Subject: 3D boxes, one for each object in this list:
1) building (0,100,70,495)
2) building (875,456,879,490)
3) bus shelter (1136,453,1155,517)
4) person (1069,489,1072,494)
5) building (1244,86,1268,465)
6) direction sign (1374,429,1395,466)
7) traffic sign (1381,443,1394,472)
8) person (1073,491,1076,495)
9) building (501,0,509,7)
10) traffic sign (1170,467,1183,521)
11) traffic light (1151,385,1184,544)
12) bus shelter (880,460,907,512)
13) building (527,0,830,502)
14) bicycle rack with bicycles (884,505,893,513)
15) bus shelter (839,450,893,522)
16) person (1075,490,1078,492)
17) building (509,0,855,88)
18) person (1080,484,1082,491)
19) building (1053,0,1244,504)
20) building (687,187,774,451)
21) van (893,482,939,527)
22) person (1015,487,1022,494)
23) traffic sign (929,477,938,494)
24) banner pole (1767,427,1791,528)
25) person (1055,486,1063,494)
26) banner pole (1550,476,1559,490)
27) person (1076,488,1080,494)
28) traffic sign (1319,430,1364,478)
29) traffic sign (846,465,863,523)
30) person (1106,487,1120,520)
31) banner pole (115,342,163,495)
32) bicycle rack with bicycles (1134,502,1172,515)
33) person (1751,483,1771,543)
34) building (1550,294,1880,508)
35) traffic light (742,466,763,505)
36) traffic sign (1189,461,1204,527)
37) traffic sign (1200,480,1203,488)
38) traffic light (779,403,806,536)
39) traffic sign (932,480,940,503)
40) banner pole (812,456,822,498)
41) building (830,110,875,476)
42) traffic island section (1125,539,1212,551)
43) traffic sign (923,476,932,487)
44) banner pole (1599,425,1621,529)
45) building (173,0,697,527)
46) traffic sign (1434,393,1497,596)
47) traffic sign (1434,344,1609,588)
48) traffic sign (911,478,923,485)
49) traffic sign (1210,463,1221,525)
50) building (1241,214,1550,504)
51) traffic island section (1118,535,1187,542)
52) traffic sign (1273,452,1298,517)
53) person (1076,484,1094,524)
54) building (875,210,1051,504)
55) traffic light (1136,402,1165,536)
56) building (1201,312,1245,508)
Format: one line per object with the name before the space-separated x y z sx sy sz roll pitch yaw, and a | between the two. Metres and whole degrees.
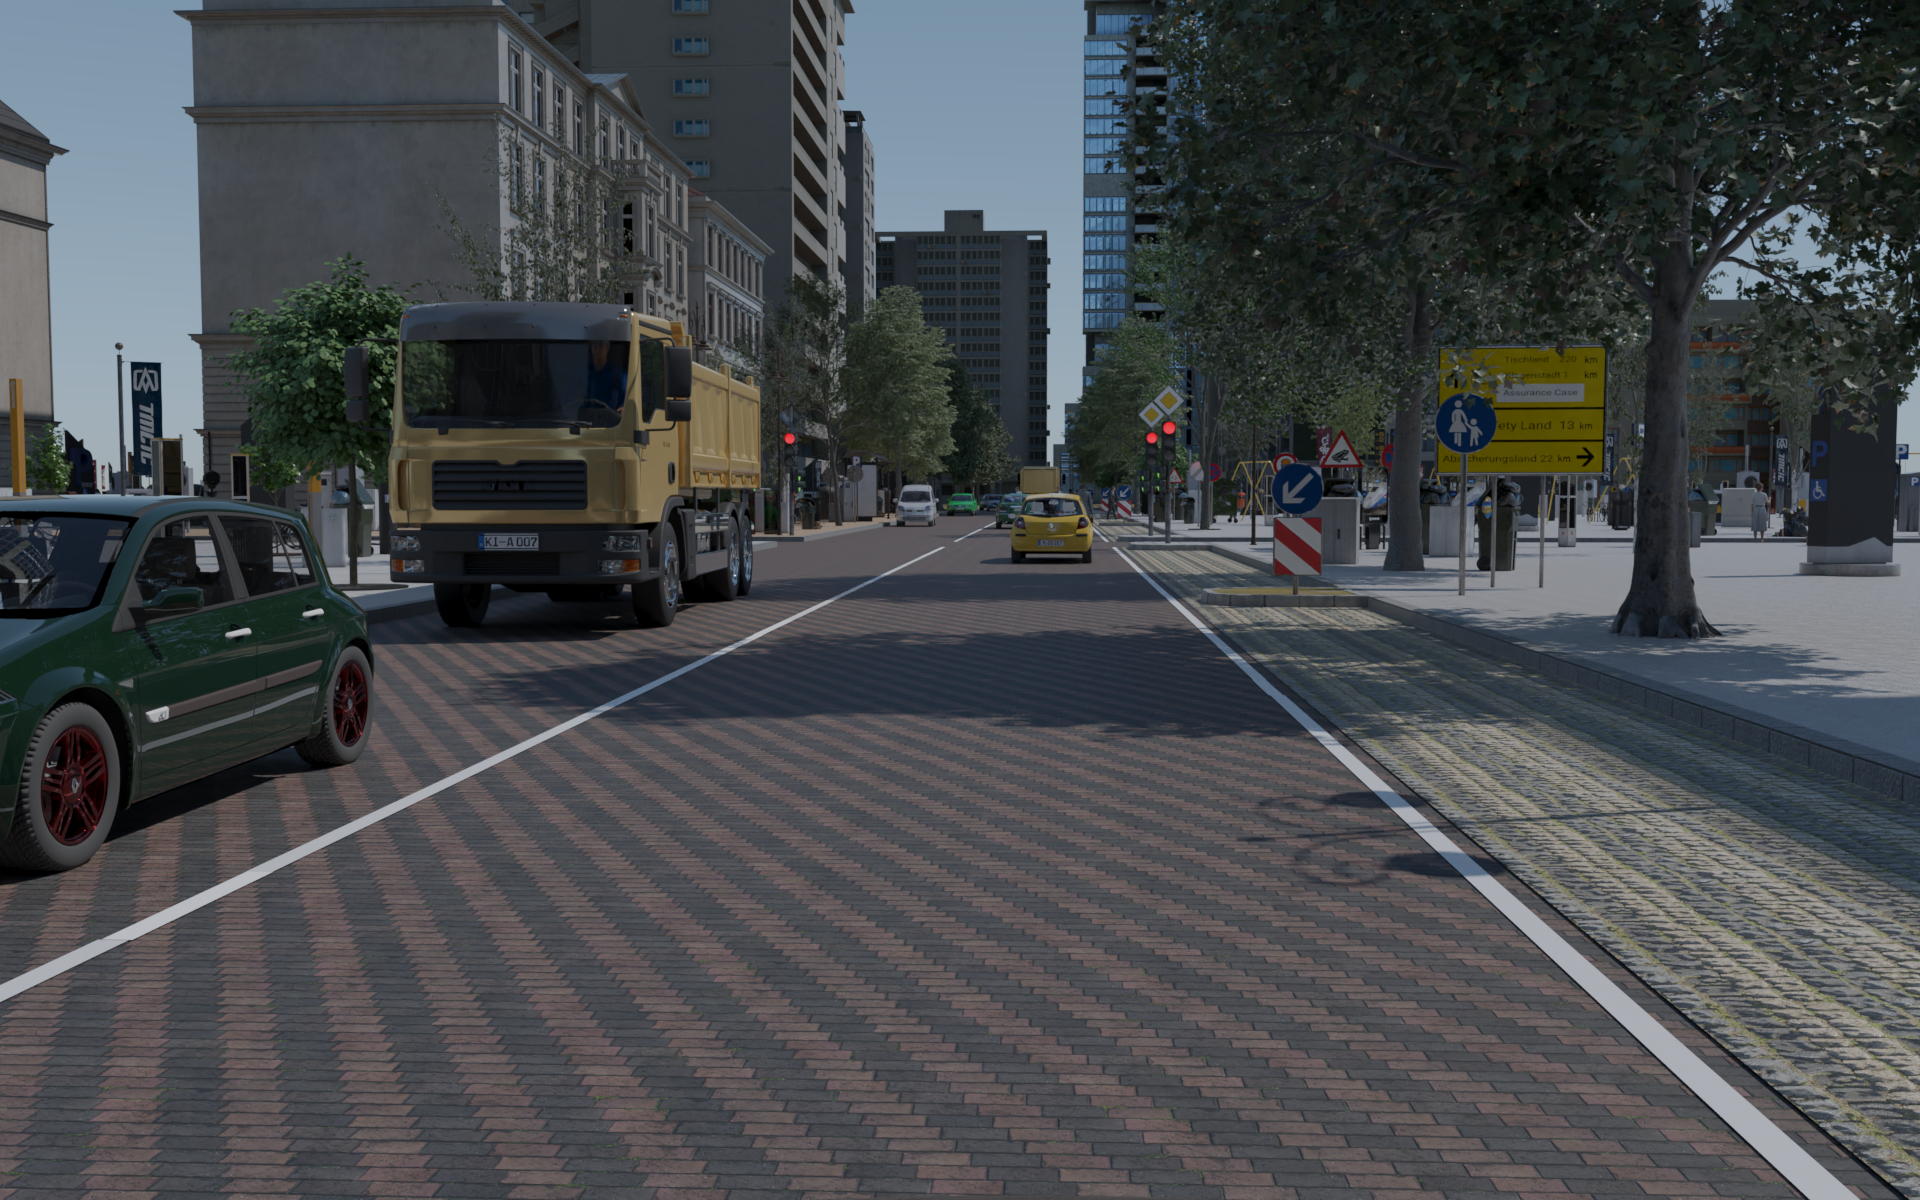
building | -48.794 -12.643 71.342 19.286 19.102 10.561 0 4 3
building | -25.515 -39.678 237.978 27.495 52.752 28.713 0 4 3
bus shelter | 11.278 -6.710 100.989 1.731 3.624 6.357 0 4 3
person | 9.287 -8.437 146.076 0.705 1.869 1.348 2 4 32
building | 32.423 -28.816 154.735 14.154 41.232 14.086 0 4 3
direction sign | 14.782 -4.157 59.971 0.876 3.537 0.379 2 4 24
traffic sign | 10.664 -2.583 42.345 0.768 2.556 0.104 1 4 9
person | 12.324 -10.949 187.971 0.568 1.767 0.683 -1 4 -13
building | -37.788 -39.280 184.225 28.212 58.520 21.231 0 4 3
traffic sign | 10.335 -5.111 83.561 0.884 2.594 0.081 1 4 10
traffic light | 5.373 -3.420 44.838 0.839 4.253 0.868 0 4 3
bus shelter | -4.539 -8.049 122.884 1.731 3.624 6.357 0 4 3
building | -22.572 -31.581 140.045 21.300 48.544 21.600 0 4 3
bicycle rack with bicycles | -5.411 -5.773 107.777 2.852 0.926 2.925 -3 5 -40
bus shelter | -4.461 -5.432 82.741 2.014 3.302 5.546 0 4 3
person | 10.093 -8.655 150.014 0.705 1.822 1.348 1 4 14
building | -25.539 -35.233 165.296 28.713 52.752 27.495 0 4 3
person | 4.806 -3.751 69.682 0.795 1.843 0.661 1 4 16
building | 28.048 -56.141 230.574 31.000 86.520 22.319 0 4 3
building | -19.272 -16.791 110.695 11.583 22.565 21.152 0 4 3
van | -1.943 -4.302 77.351 2.013 2.044 4.112 0 4 1
person | 3.340 -5.559 99.259 0.638 1.841 0.748 -2 4 -23
traffic sign | -1.982 -7.790 127.475 0.768 2.556 0.104 0 4 4
banner pole | 30.509 -4.567 64.694 0.863 3.779 0.401 0 4 5
person | 4.794 -4.626 84.164 0.581 1.822 0.654 0 4 6
banner pole | 41.463 -7.934 119.743 0.863 3.779 0.401 -1 4 -18
person | 7.751 -6.348 111.659 0.648 1.900 0.474 -3 5 -40
traffic sign | 7.710 -2.144 35.051 0.884 2.594 0.081 1 4 11
traffic sign | -4.685 -4.710 77.112 0.768 2.556 0.104 0 4 6
person | 8.523 -5.395 96.492 0.755 1.850 0.659 1 4 14
banner pole | -13.675 -2.372 28.802 0.863 3.779 0.401 -2 4 -29
bicycle rack with bicycles | 12.284 -5.799 108.195 2.925 0.926 2.852 -1 4 -12
person | 22.573 -2.432 48.827 0.480 1.755 0.524 2 4 35
building | 73.373 -20.261 176.305 28.899 21.520 27.650 0 4 3
traffic light | -5.622 -3.456 45.424 0.839 4.253 0.868 0 4 3
traffic sign | 9.302 -4.120 67.473 0.768 2.556 0.104 1 4 9
traffic sign | 11.056 -4.875 79.707 0.884 2.594 0.081 0 4 8
traffic light | -5.184 -3.943 53.397 0.839 4.253 0.868 0 4 3
traffic sign | -1.804 -7.757 128.949 0.606 2.300 0.079 1 4 13
banner pole | -9.490 -7.609 114.416 0.863 3.779 0.401 -2 4 -33
building | -16.472 -30.803 187.222 14.086 41.232 14.154 0 4 3
traffic island section | 5.413 -1.386 44.950 2.009 0.180 2.903 0 4 3
traffic sign | -2.403 -7.433 121.538 0.884 2.594 0.081 0 4 5
banner pole | 23.674 -4.460 62.932 0.863 3.779 0.401 1 4 8
building | -21.596 -16.131 82.831 14.460 24.649 34.723 0 4 3
traffic sign | 6.347 -1.329 21.830 0.768 2.556 0.104 0 4 4
traffic sign | 7.642 -1.822 23.662 2.265 3.308 0.079 0 4 8
traffic sign | -2.914 -7.198 117.696 0.884 2.594 0.081 0 4 7
traffic sign | 10.412 -4.375 71.641 0.768 2.556 0.104 0 4 6
building | 33.820 -42.695 136.307 20.563 71.187 20.611 0 4 3
traffic island section | 5.851 -1.874 52.923 2.009 0.180 2.903 0 4 3
traffic sign | 9.977 -3.242 53.113 0.768 2.556 0.104 1 4 11
person | 4.536 -3.328 63.011 0.694 1.812 0.767 1 4 11
building | 0.492 -33.501 239.627 23.993 40.220 32.217 0 4 3
traffic light | 5.811 -3.908 52.811 0.839 4.253 0.868 0 4 3
building | 39.694 -20.268 176.423 27.650 21.520 28.899 0 4 3
